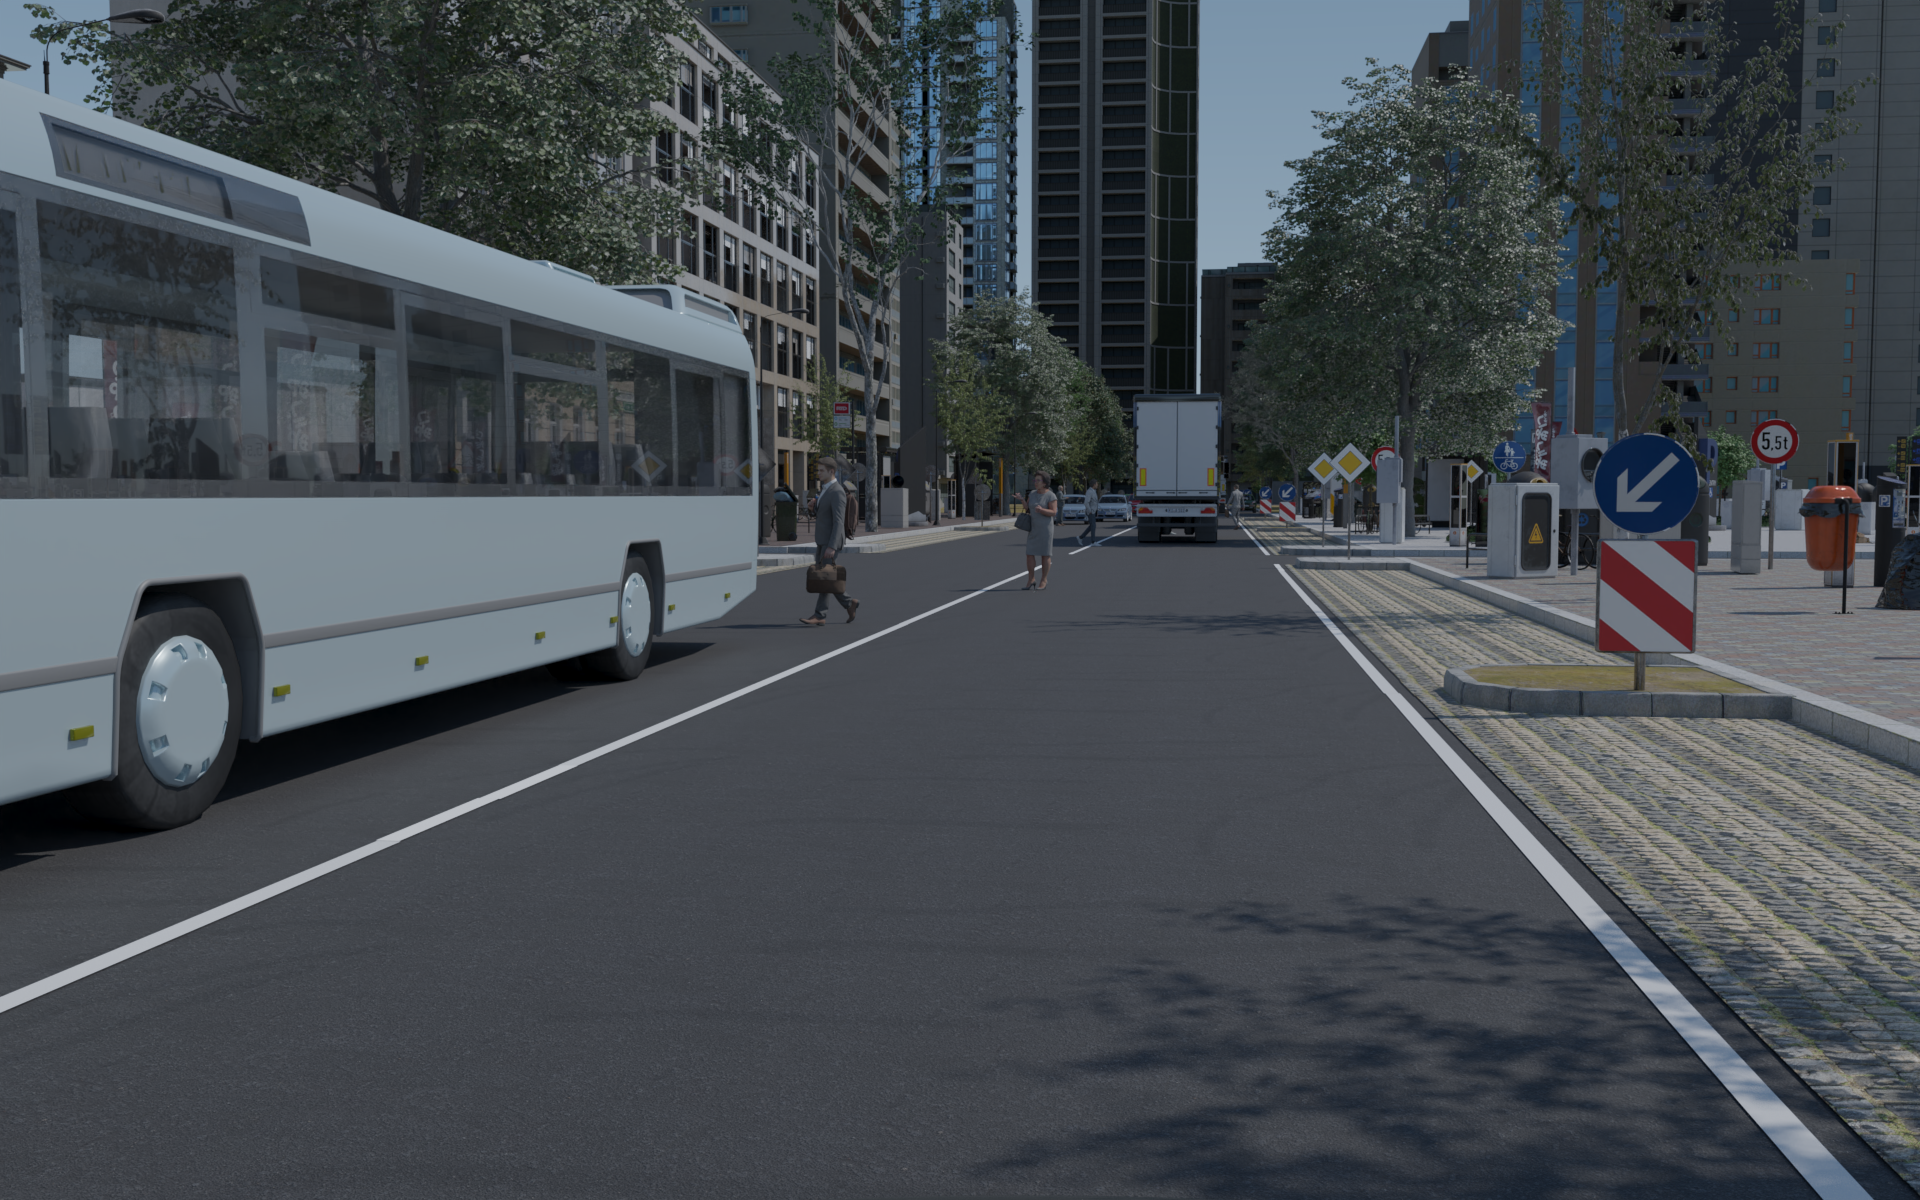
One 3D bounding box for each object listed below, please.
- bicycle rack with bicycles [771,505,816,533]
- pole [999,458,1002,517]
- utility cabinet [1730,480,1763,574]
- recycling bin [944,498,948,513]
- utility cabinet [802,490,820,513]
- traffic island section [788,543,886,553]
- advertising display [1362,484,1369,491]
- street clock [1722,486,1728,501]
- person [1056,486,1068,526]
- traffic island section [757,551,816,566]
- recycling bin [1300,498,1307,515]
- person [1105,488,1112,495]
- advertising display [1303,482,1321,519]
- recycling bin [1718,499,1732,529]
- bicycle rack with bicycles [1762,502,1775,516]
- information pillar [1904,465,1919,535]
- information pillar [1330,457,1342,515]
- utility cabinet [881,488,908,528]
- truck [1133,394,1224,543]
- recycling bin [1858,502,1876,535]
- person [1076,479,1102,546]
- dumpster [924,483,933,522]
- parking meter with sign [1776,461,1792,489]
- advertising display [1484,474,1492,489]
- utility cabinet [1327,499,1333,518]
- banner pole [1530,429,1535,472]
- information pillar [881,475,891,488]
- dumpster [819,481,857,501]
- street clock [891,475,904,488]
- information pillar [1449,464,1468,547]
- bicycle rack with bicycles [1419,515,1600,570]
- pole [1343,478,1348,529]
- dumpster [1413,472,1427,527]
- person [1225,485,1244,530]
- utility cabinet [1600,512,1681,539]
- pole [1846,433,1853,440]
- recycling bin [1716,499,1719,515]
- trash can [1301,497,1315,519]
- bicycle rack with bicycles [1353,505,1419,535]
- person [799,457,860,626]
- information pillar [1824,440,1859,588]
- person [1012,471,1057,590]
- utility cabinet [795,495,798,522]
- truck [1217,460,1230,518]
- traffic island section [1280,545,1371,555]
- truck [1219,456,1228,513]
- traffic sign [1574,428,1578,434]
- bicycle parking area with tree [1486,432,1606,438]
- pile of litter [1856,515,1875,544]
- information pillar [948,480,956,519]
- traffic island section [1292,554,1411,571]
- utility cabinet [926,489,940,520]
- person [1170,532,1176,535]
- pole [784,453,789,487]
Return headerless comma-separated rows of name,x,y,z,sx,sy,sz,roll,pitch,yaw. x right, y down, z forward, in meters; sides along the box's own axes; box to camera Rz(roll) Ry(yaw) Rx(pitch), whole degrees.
bicycle rack with bicycles,-6.192,-2.684,57.262,2.852,0.926,2.925,-1,4,-22
pole,2.299,-6.369,97.978,0.158,3.312,0.155,0,3,0
utility cabinet,12.752,-1.185,28.062,0.318,1.500,1.173,1,4,17
recycling bin,-0.630,-6.418,117.482,0.722,1.027,0.722,1,4,21
utility cabinet,-8.907,-5.857,104.441,1.173,1.500,0.318,-1,4,-9
traffic island section,-3.013,-1.290,43.376,2.009,0.180,2.903,1,4,8
advertising display,22.180,-5.404,93.562,0.974,1.923,0.123,1,4,17
street clock,37.721,-4.945,85.414,0.358,2.002,0.471,2,4,29
person,4.586,-4.231,77.855,0.590,1.801,0.661,0,4,-8
traffic island section,-4.168,-0.807,35.474,2.009,0.180,2.903,1,4,8
recycling bin,20.918,-5.603,104.163,0.722,1.027,0.722,2,4,30
person,9.772,-6.495,114.471,0.659,1.850,0.755,-1,4,-12
advertising display,18.475,-5.240,90.884,0.974,1.923,0.123,0,4,-4
recycling bin,28.326,-3.107,63.349,0.722,1.027,0.722,3,5,41
bicycle rack with bicycles,35.535,-3.832,76.041,2.852,0.926,2.925,0,4,6
information pillar,23.805,-2.372,43.273,0.304,2.012,0.304,1,4,16
information pillar,14.673,-4.655,67.458,0.504,3.616,0.183,-1,4,-19
utility cabinet,-2.449,-3.444,64.988,1.173,1.500,0.318,3,5,43
truck,6.865,-3.988,54.117,2.839,4.237,11.283,0,4,8
recycling bin,28.412,-2.574,54.641,0.722,1.027,0.722,3,4,38
person,3.544,-2.405,47.667,0.795,1.843,0.661,1,4,23
dumpster,-1.983,-4.428,78.149,1.264,1.857,1.865,1,4,8
parking meter with sign,40.679,-5.446,85.296,0.543,3.016,1.738,3,5,43
advertising display,17.318,-3.159,56.857,0.123,1.923,0.974,1,4,11
utility cabinet,19.893,-5.108,92.193,1.173,1.500,0.318,-2,4,-32
banner pole,19.713,-4.207,58.801,0.863,3.779,0.401,-1,4,-12
information pillar,-2.877,-3.843,67.329,0.304,2.012,0.304,-1,4,-14
dumpster,-4.928,-3.917,69.806,1.264,1.857,1.865,1,4,8
street clock,-2.407,-3.815,66.947,0.471,2.002,0.358,-1,4,-14
information pillar,12.142,-2.305,42.180,0.304,2.012,0.304,-3,5,-42
bicycle rack with bicycles,9.935,-0.985,29.482,2.852,0.926,2.925,-1,4,-19
pole,14.296,-4.302,64.183,0.158,3.312,0.155,0,3,0
dumpster,17.576,-4.000,67.900,1.502,2.255,1.985,1,4,8
person,11.077,-3.732,69.645,0.709,1.813,0.853,-2,4,-27
utility cabinet,9.807,-0.998,24.990,1.173,1.500,0.318,-1,4,-18
pole,29.572,-3.903,57.664,0.158,3.312,0.155,0,3,0
recycling bin,41.833,-5.027,94.739,0.722,1.027,0.722,3,5,44
trash can,18.121,-4.803,90.187,0.748,1.137,0.748,0,3,0
bicycle rack with bicycles,13.640,-2.566,55.333,2.852,0.926,2.925,3,4,37
person,-1.390,-0.636,18.870,0.822,1.834,0.622,-2,4,-31
information pillar,12.046,-1.174,23.681,0.304,2.012,0.304,0,4,7
person,1.077,-1.038,25.837,0.716,1.782,0.532,3,4,38
utility cabinet,-7.777,-4.087,77.987,1.020,1.237,0.306,2,4,30
truck,10.122,-4.931,76.540,3.469,3.379,9.791,1,4,9
traffic island section,8.753,-1.185,41.658,2.009,0.180,2.903,1,4,8
truck,19.114,-8.805,132.867,2.839,4.237,11.283,0,4,7
traffic sign,12.027,-2.080,34.009,0.884,2.594,0.081,1,4,15
bicycle parking area with tree,27.044,-5.715,80.437,8.231,4.147,9.016,1,4,19
pile of litter,23.270,-1.923,45.404,1.176,0.858,1.719,-2,4,-24
information pillar,-0.429,-5.193,89.400,0.304,2.012,0.304,-3,5,-42
traffic island section,7.599,-0.702,33.757,2.009,0.180,2.903,1,4,8
utility cabinet,-1.544,-4.563,83.290,1.173,1.500,0.318,1,4,10
person,7.330,-3.218,61.096,0.573,1.828,0.580,2,4,29
pole,-8.551,-5.598,85.369,0.158,3.312,0.155,0,3,0
